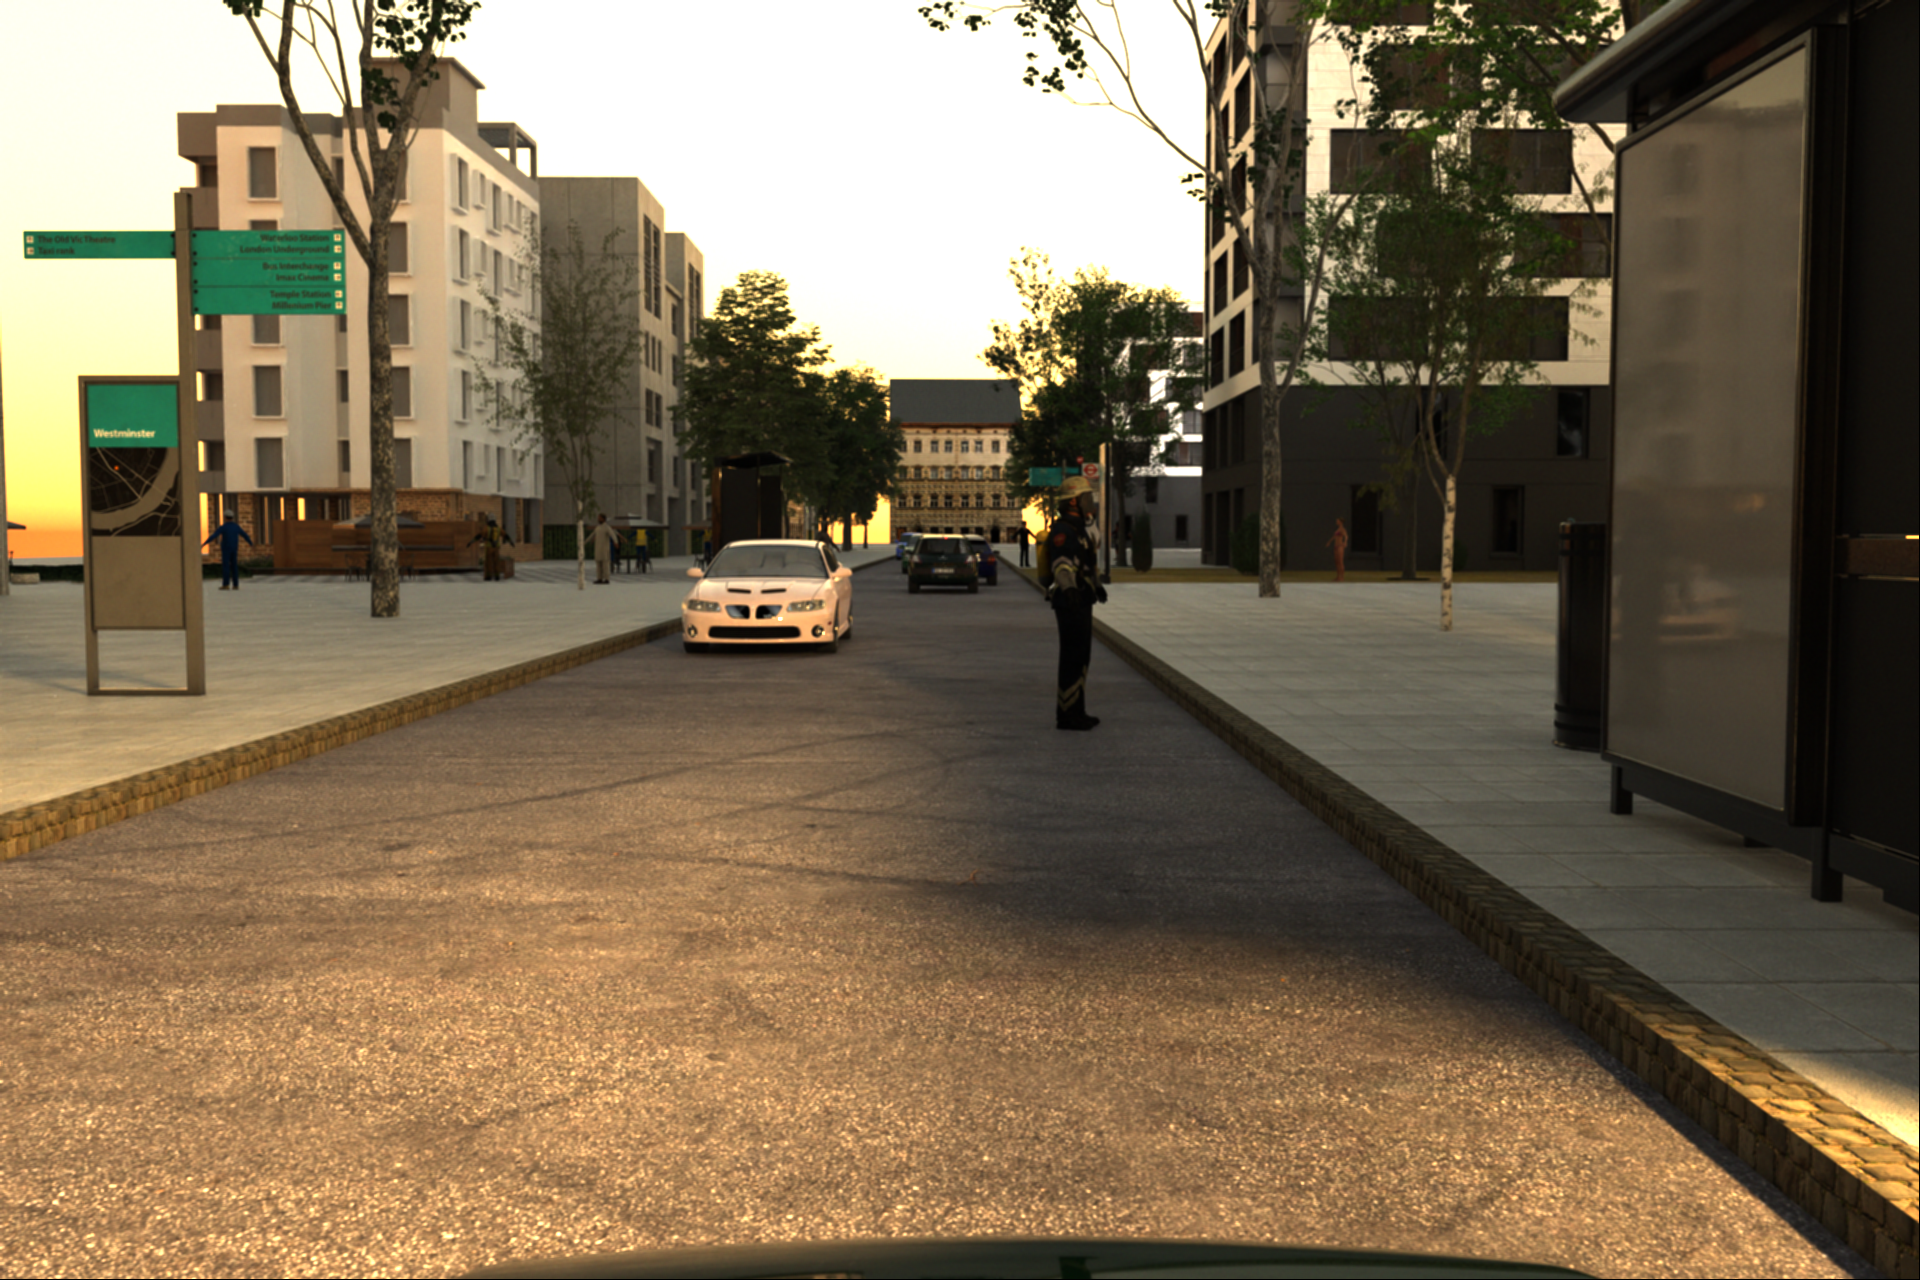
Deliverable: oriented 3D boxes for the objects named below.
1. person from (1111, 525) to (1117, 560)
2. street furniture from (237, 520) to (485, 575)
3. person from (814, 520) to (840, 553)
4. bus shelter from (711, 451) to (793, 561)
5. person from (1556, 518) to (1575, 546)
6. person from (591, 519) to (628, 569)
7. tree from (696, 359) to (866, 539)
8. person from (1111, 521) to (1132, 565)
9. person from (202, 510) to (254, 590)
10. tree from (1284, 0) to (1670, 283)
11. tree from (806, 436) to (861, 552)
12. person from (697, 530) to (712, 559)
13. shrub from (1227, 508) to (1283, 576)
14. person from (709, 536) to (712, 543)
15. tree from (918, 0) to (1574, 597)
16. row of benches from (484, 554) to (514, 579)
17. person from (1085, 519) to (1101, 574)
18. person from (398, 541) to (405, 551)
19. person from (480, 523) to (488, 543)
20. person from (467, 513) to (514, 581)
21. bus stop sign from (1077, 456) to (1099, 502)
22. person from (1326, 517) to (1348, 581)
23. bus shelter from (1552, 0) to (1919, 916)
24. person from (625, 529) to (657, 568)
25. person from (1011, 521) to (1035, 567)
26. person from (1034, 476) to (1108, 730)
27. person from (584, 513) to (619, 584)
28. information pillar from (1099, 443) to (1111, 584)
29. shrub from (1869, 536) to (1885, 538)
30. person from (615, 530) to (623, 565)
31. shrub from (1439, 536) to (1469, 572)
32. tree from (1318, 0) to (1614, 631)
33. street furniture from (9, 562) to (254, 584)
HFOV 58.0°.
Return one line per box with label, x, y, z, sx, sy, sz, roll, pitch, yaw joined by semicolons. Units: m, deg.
person;7.721;-4.831;85.127;0.704;1.812;1.346;1;4;21
street furniture;-19.837;-3.138;58.154;11.010;1.723;9.812;0;4;6
person;-3.771;-2.437;48.430;0.705;1.813;1.348;2;4;26
bus shelter;-6.181;-3.725;52.189;1.731;3.624;6.357;0;4;0
person;20.176;-3.132;57.336;0.704;1.817;1.347;-1;4;-10
person;-12.834;-3.518;63.368;1.347;1.847;0.705;0;4;-5
tree;-8.771;-9.362;87.473;8.767;10.594;7.601;-2;4;-31
person;6.697;-4.055;72.439;1.345;1.843;0.704;0;4;7
person;-16.898;-2.088;40.023;0.705;1.842;1.347;3;4;36
tree;6.610;-5.497;15.636;9.928;11.665;9.643;0;3;0
tree;-8.750;-10.281;118.451;4.737;8.622;4.395;0;3;0
person;-12.114;-4.727;83.261;1.349;1.833;0.705;-3;5;-42
shrub;9.089;-3.013;53.300;1.661;2.075;1.752;0;3;0
person;-10.005;-4.074;72.883;1.348;1.796;0.705;2;4;24
tree;5.473;-10.855;33.372;12.611;20.169;13.585;0;3;0
row of benches;-13.517;-2.162;50.814;1.422;0.672;4.104;-1;4;-11
person;2.925;-2.034;40.026;0.721;1.736;1.217;2;4;34
person;-16.430;-2.481;49.831;0.991;1.433;0.599;-3;5;-39
person;-18.729;-3.785;68.614;0.721;1.740;1.216;-2;4;-35
person;-12.866;-2.558;47.589;1.354;1.858;0.705;-3;4;-36
bus stop sign;4.337;-4.328;59.468;0.855;3.939;0.416;0;4;0
person;10.251;-2.465;47.111;0.721;1.733;1.217;-1;4;-12
bus shelter;3.792;-1.758;6.372;2.179;5.291;8.768;0;3;0
person;-12.061;-3.612;65.522;1.216;1.772;0.721;-1;4;-13
person;2.538;-3.762;67.699;1.347;1.806;0.705;-2;4;-28
person;0.873;-0.278;12.784;0.705;1.856;1.354;1;4;13
person;-9.223;-2.354;44.579;1.344;1.819;0.704;2;4;35
information pillar;3.791;-3.301;45.289;0.184;3.620;1.656;0;4;0
shrub;29.051;-3.157;56.036;1.690;2.028;1.600;0;3;0
person;-14.284;-4.068;72.447;0.705;1.837;1.347;-1;4;-18
shrub;16.691;-2.899;58.514;1.383;1.207;1.383;0;3;0
tree;6.296;-4.420;22.623;4.360;8.622;3.978;0;3;0
street furniture;-24.278;-1.889;46.512;10.072;0.657;5.734;-2;4;-27
